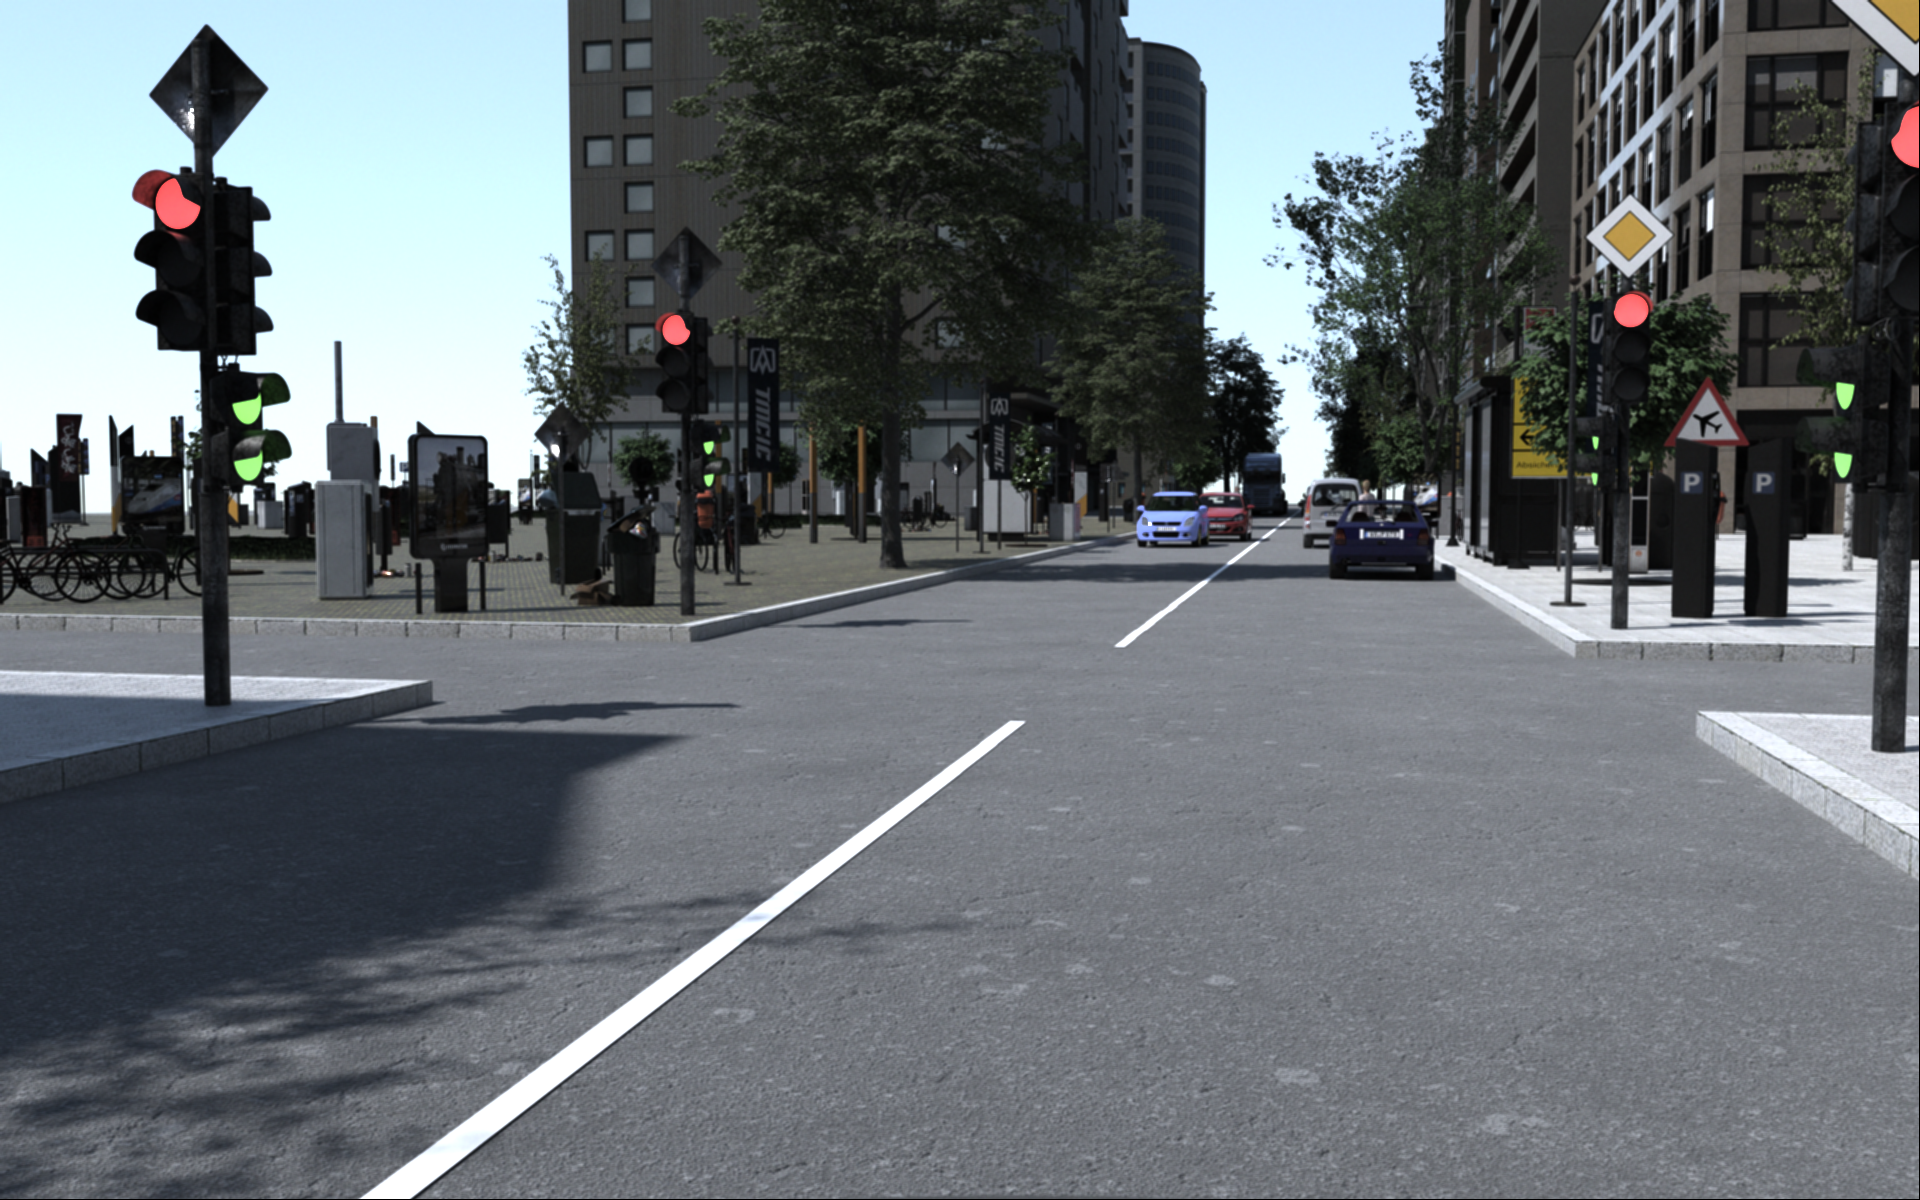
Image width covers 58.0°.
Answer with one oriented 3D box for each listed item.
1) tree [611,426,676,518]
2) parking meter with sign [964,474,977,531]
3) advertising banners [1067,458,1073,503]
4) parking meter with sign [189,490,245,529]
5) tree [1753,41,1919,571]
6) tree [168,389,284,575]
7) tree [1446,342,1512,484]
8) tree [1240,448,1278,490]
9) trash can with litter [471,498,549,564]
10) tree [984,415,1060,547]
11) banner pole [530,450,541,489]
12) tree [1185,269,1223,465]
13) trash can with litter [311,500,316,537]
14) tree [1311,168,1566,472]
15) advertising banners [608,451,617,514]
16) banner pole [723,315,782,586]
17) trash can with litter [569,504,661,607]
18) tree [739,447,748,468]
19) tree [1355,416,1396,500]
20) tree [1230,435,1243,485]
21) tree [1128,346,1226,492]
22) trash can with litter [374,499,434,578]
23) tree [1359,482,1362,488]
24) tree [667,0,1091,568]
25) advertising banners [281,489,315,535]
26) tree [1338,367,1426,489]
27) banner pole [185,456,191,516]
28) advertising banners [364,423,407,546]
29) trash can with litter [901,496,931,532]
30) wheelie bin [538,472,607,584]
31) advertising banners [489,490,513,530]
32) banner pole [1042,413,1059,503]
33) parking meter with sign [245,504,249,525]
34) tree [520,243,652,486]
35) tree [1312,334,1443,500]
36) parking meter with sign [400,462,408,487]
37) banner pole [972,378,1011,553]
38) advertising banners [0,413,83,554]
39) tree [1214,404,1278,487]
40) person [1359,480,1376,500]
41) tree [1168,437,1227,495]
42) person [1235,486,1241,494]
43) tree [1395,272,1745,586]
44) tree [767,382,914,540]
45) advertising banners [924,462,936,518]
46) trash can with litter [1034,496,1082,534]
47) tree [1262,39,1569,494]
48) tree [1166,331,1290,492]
[{"bbox_3d":[-15.206,-6.104,83.520,4.285,4.588,4.351,0,3,0],"label":"tree"},{"bbox_3d":[0.914,-3.953,60.891,1.738,3.016,0.543,-3,5,-42],"label":"parking meter with sign"},{"bbox_3d":[5.429,-5.438,85.094,0.090,3.025,2.074,0,4,-2],"label":"advertising banners"},{"bbox_3d":[-27.170,-4.091,63.150,1.738,3.016,0.543,-1,4,-11],"label":"parking meter with sign"},{"bbox_3d":[15.046,-4.791,28.701,4.737,8.622,4.395,0,3,0],"label":"tree"},{"bbox_3d":[-11.641,-2.014,27.535,1.663,3.219,1.824,0,3,0],"label":"tree"},{"bbox_3d":[25.885,-8.206,84.530,4.737,8.622,4.395,0,3,0],"label":"tree"},{"bbox_3d":[34.415,-15.472,203.334,4.360,8.622,3.978,0,3,0],"label":"tree"},{"bbox_3d":[-8.493,-1.351,33.141,1.678,1.210,2.233,2,4,33],"label":"trash can with litter"},{"bbox_3d":[1.695,-2.905,42.101,1.663,3.219,1.824,0,3,0],"label":"tree"},{"bbox_3d":[-23.950,-6.576,97.542,0.401,3.779,0.863,2,4,34],"label":"banner pole"},{"bbox_3d":[6.942,-9.373,71.376,7.486,12.596,7.792,0,3,0],"label":"tree"},{"bbox_3d":[-15.202,-1.879,42.110,1.055,1.170,0.624,1,4,11],"label":"trash can with litter"},{"bbox_3d":[14.868,-7.861,54.283,9.928,11.665,9.643,0,3,0],"label":"tree"},{"bbox_3d":[-14.367,-4.609,71.547,0.090,3.025,2.074,0,4,-3],"label":"advertising banners"},{"bbox_3d":[-2.927,-2.106,24.453,0.863,3.779,0.401,-1,4,-21],"label":"banner pole"},{"bbox_3d":[-3.977,-0.519,19.877,1.055,1.170,0.624,1,4,15],"label":"trash can with litter"},{"bbox_3d":[-9.904,-6.554,90.874,4.285,4.588,4.351,0,3,0],"label":"tree"},{"bbox_3d":[16.787,-4.921,64.177,4.285,4.588,4.351,0,3,0],"label":"tree"},{"bbox_3d":[30.174,-14.270,183.675,4.737,8.622,4.395,0,3,0],"label":"tree"},{"bbox_3d":[10.283,-8.372,87.242,4.360,8.622,3.978,0,3,0],"label":"tree"},{"bbox_3d":[-8.984,-0.991,27.265,1.678,1.210,2.233,-1,4,-22],"label":"trash can with litter"},{"bbox_3d":[40.207,-11.039,175.085,1.663,3.219,1.824,0,3,0],"label":"tree"},{"bbox_3d":[-1.023,-6.811,29.494,7.486,12.596,7.792,0,3,0],"label":"tree"},{"bbox_3d":[-20.532,-3.607,55.158,2.074,3.025,0.090,-2,4,-32],"label":"advertising banners"},{"bbox_3d":[24.903,-9.183,100.506,4.737,8.622,4.395,0,3,0],"label":"tree"},{"bbox_3d":[-45.742,-6.894,102.736,0.401,3.779,0.863,-3,5,-42],"label":"banner pole"},{"bbox_3d":[-14.115,-2.859,42.927,2.074,3.025,0.090,-1,4,-21],"label":"advertising banners"},{"bbox_3d":[-1.757,-2.956,59.389,1.678,1.210,2.233,2,4,33],"label":"trash can with litter"},{"bbox_3d":[-5.582,-1.035,24.833,0.980,1.594,0.693,-2,4,-35],"label":"wheelie bin"},{"bbox_3d":[-16.260,-3.832,58.844,2.074,3.025,0.090,0,4,-6],"label":"advertising banners"},{"bbox_3d":[2.812,-3.877,53.398,0.401,3.779,0.863,-3,5,-44],"label":"banner pole"},{"bbox_3d":[-30.089,-4.576,71.083,0.543,3.016,1.738,2,4,31],"label":"parking meter with sign"},{"bbox_3d":[-11.195,-6.179,51.384,4.737,8.622,4.395,0,3,0],"label":"tree"},{"bbox_3d":[30.203,-12.680,124.320,9.611,12.733,9.660,0,3,0],"label":"tree"},{"bbox_3d":[-30.316,-6.043,95.060,0.543,3.016,1.738,-1,4,-10],"label":"parking meter with sign"},{"bbox_3d":[0.698,-2.907,37.552,0.863,3.779,0.401,0,4,-1],"label":"banner pole"},{"bbox_3d":[-20.069,-2.523,37.438,2.074,3.025,0.090,-1,4,-20],"label":"advertising banners"},{"bbox_3d":[27.254,-14.287,168.008,7.601,10.594,8.767,0,4,1],"label":"tree"},{"bbox_3d":[9.089,-1.762,37.975,0.731,1.740,0.598,-3,5,-42],"label":"person"},{"bbox_3d":[13.499,-7.059,99.136,4.285,4.588,4.351,0,3,0],"label":"tree"},{"bbox_3d":[12.499,-4.247,78.339,0.834,1.777,0.661,1,4,15],"label":"person"},{"bbox_3d":[9.399,-2.506,24.694,4.285,4.588,4.351,0,3,0],"label":"tree"},{"bbox_3d":[-3.021,-3.975,48.699,4.285,4.588,4.351,0,3,0],"label":"tree"},{"bbox_3d":[-1.586,-5.977,93.908,0.090,3.025,2.074,1,4,17],"label":"advertising banners"},{"bbox_3d":[2.764,-2.704,55.274,2.233,1.210,1.678,1,4,19],"label":"trash can with litter"},{"bbox_3d":[19.574,-13.416,75.237,12.611,20.169,13.585,0,3,0],"label":"tree"},{"bbox_3d":[20.672,-13.930,134.413,9.857,13.997,8.962,0,3,0],"label":"tree"}]
